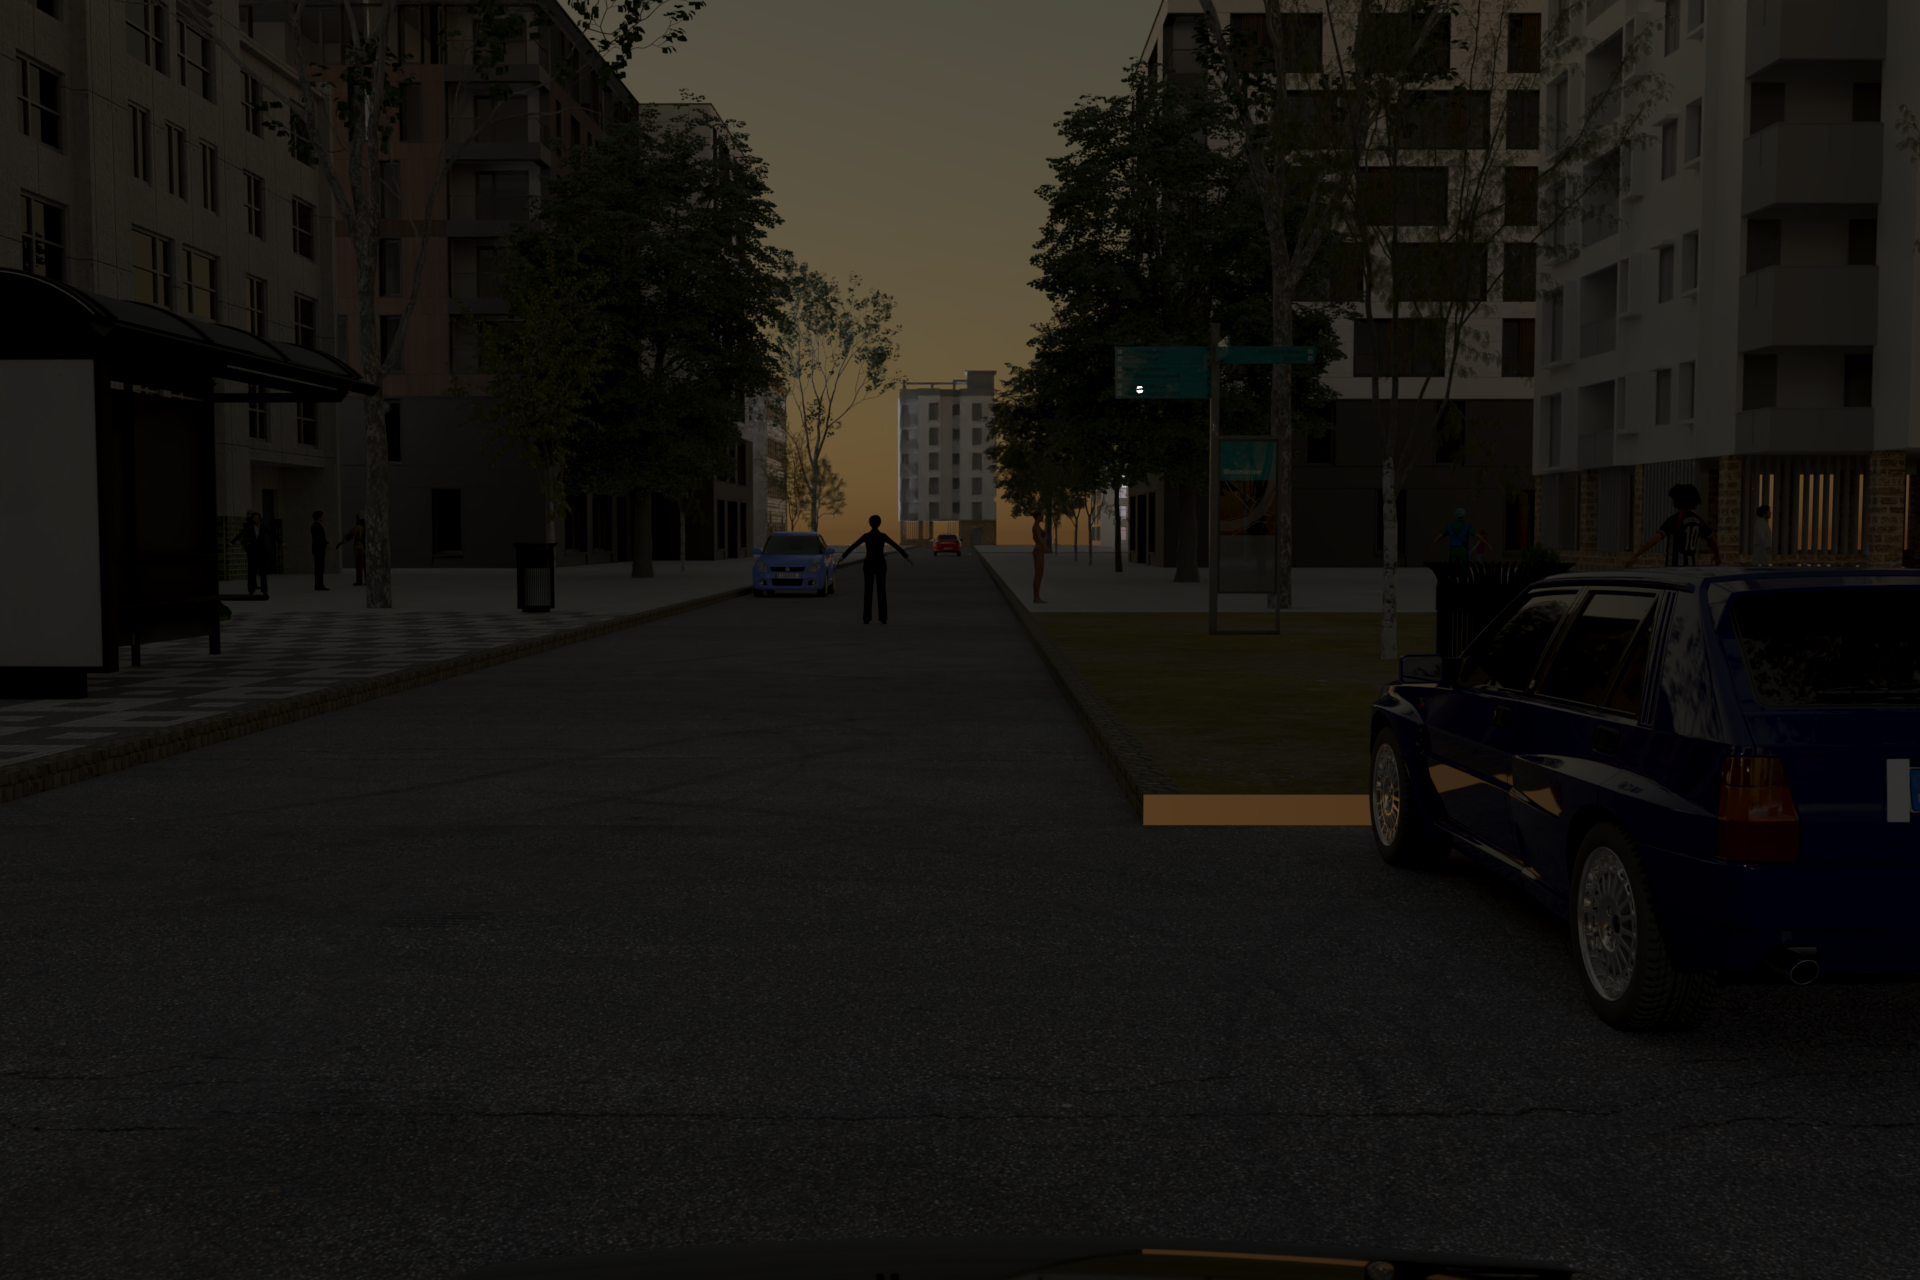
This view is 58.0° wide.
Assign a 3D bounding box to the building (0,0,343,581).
[{"bbox_3d":[-28.090,-10.582,39.467,16.747,18.905,31.486,0,4,-1],"label":"building"}]

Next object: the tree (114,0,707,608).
[{"bbox_3d":[-10.260,-10.527,28.013,12.611,20.169,13.585,0,3,0],"label":"tree"}]

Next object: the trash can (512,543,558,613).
[{"bbox_3d":[-6.967,-1.026,28.433,0.748,1.137,0.748,0,3,0],"label":"trash can"}]

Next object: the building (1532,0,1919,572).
[{"bbox_3d":[21.075,-11.606,46.172,16.016,20.090,11.380,0,4,0],"label":"building"}]

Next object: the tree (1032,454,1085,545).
[{"bbox_3d":[11.278,-17.107,205.454,9.928,11.665,9.643,0,3,0],"label":"tree"}]

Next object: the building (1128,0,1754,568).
[{"bbox_3d":[21.676,-14.536,81.644,27.936,21.610,32.646,0,3,0],"label":"building"}]

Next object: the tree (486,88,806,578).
[{"bbox_3d":[-9.425,-8.807,50.651,9.857,13.997,8.962,0,3,0],"label":"tree"}]

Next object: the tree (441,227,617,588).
[{"bbox_3d":[-9.907,-5.542,40.978,4.737,8.622,4.395,0,3,0],"label":"tree"}]

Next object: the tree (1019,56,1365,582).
[{"bbox_3d":[6.017,-8.518,45.930,9.857,13.997,8.962,0,3,0],"label":"tree"}]

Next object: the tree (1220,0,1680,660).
[{"bbox_3d":[4.301,-4.119,17.713,4.360,8.622,3.978,0,3,0],"label":"tree"}]

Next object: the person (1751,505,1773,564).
[{"bbox_3d":[14.739,-1.563,31.734,0.705,1.806,1.347,2,4,23],"label":"person"}]

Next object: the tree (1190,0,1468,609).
[{"bbox_3d":[6.686,-10.550,28.386,12.611,20.169,13.585,0,3,0],"label":"tree"}]

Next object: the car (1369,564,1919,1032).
[{"bbox_3d":[2.707,0.382,6.334,1.945,1.354,3.894,0,4,-1],"label":"car"}]

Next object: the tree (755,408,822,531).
[{"bbox_3d":[-9.678,-9.205,100.868,4.360,8.622,3.978,0,3,0],"label":"tree"}]

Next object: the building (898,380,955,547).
[{"bbox_3d":[-6.886,-21.121,204.199,11.380,20.090,16.016,0,4,-3],"label":"building"}]

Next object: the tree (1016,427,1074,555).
[{"bbox_3d":[5.989,-9.372,103.592,4.360,8.622,3.978,0,3,0],"label":"tree"}]

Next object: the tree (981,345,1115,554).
[{"bbox_3d":[5.677,-12.593,112.557,9.857,13.997,8.962,0,3,0],"label":"tree"}]

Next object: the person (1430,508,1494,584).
[{"bbox_3d":[10.332,-1.814,35.781,1.347,1.817,0.704,3,4,37],"label":"person"}]

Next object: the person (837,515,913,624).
[{"bbox_3d":[-1.356,-1.130,27.646,1.216,1.740,0.721,0,4,-3],"label":"person"}]

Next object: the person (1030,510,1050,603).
[{"bbox_3d":[1.541,-1.559,32.286,0.721,1.733,1.217,0,4,-5],"label":"person"}]

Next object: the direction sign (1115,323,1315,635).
[{"bbox_3d":[3.223,-2.001,21.486,2.525,3.948,1.411,0,4,1],"label":"direction sign"}]

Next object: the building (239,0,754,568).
[{"bbox_3d":[-25.736,-14.469,80.541,27.936,21.610,32.646,0,4,1],"label":"building"}]

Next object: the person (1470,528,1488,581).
[{"bbox_3d":[13.301,-2.150,44.426,0.599,1.433,0.991,3,4,39],"label":"person"}]

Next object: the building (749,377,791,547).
[{"bbox_3d":[-27.662,-20.987,174.067,19.493,23.208,18.063,0,4,0],"label":"building"}]

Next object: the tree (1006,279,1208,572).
[{"bbox_3d":[5.038,-7.559,57.998,7.601,10.594,8.767,-1,4,-22],"label":"tree"}]

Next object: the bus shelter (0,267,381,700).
[{"bbox_3d":[-7.290,-1.344,15.901,2.014,3.302,5.546,0,4,1],"label":"bus shelter"}]

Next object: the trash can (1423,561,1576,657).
[{"bbox_3d":[2.749,0.170,8.875,0.748,1.137,0.748,0,3,0],"label":"trash can"}]

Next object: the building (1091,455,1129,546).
[{"bbox_3d":[19.359,-14.724,182.881,9.099,9.664,28.070,0,4,0],"label":"building"}]

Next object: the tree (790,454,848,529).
[{"bbox_3d":[-16.365,-16.265,200.340,7.601,10.594,8.767,0,4,5],"label":"tree"}]

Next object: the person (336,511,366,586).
[{"bbox_3d":[-14.883,-2.283,43.089,0.705,1.858,1.354,3,4,36],"label":"person"}]

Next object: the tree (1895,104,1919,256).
[{"bbox_3d":[12.661,-4.230,19.519,4.360,8.622,3.978,0,3,0],"label":"tree"}]

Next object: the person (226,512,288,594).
[{"bbox_3d":[-14.764,-1.815,36.393,1.216,1.740,0.721,-2,4,-25],"label":"person"}]

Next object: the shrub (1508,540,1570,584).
[{"bbox_3d":[7.965,-0.778,23.842,1.383,1.207,1.383,0,3,0],"label":"shrub"}]

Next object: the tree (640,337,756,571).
[{"bbox_3d":[-9.865,-6.708,60.033,4.360,8.622,3.978,0,3,0],"label":"tree"}]

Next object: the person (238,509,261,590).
[{"bbox_3d":[-16.373,-2.102,40.152,0.705,1.856,1.354,-2,4,-30],"label":"person"}]

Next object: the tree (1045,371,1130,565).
[{"bbox_3d":[5.371,-7.377,70.983,4.360,8.622,3.978,0,3,0],"label":"tree"}]

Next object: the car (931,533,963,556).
[{"bbox_3d":[-0.854,-6.397,113.623,2.155,1.783,4.494,0,4,-1],"label":"car"}]

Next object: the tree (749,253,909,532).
[{"bbox_3d":[-9.524,-15.836,114.804,12.611,20.169,13.585,0,3,0],"label":"tree"}]

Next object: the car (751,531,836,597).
[{"bbox_3d":[-3.856,-1.890,40.491,1.945,1.707,3.694,0,3,0],"label":"car"}]

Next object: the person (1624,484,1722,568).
[{"bbox_3d":[7.820,-0.777,18.840,1.345,1.843,0.704,-2,4,-23],"label":"person"}]

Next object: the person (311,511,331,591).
[{"bbox_3d":[-14.564,-2.034,39.441,0.705,1.806,1.347,-2,4,-31],"label":"person"}]

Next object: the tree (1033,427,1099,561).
[{"bbox_3d":[5.436,-8.001,81.175,4.360,8.622,3.978,0,3,0],"label":"tree"}]

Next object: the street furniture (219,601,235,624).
[{"bbox_3d":[-13.900,-0.460,23.145,5.734,0.657,10.072,1,4,18],"label":"street furniture"}]
